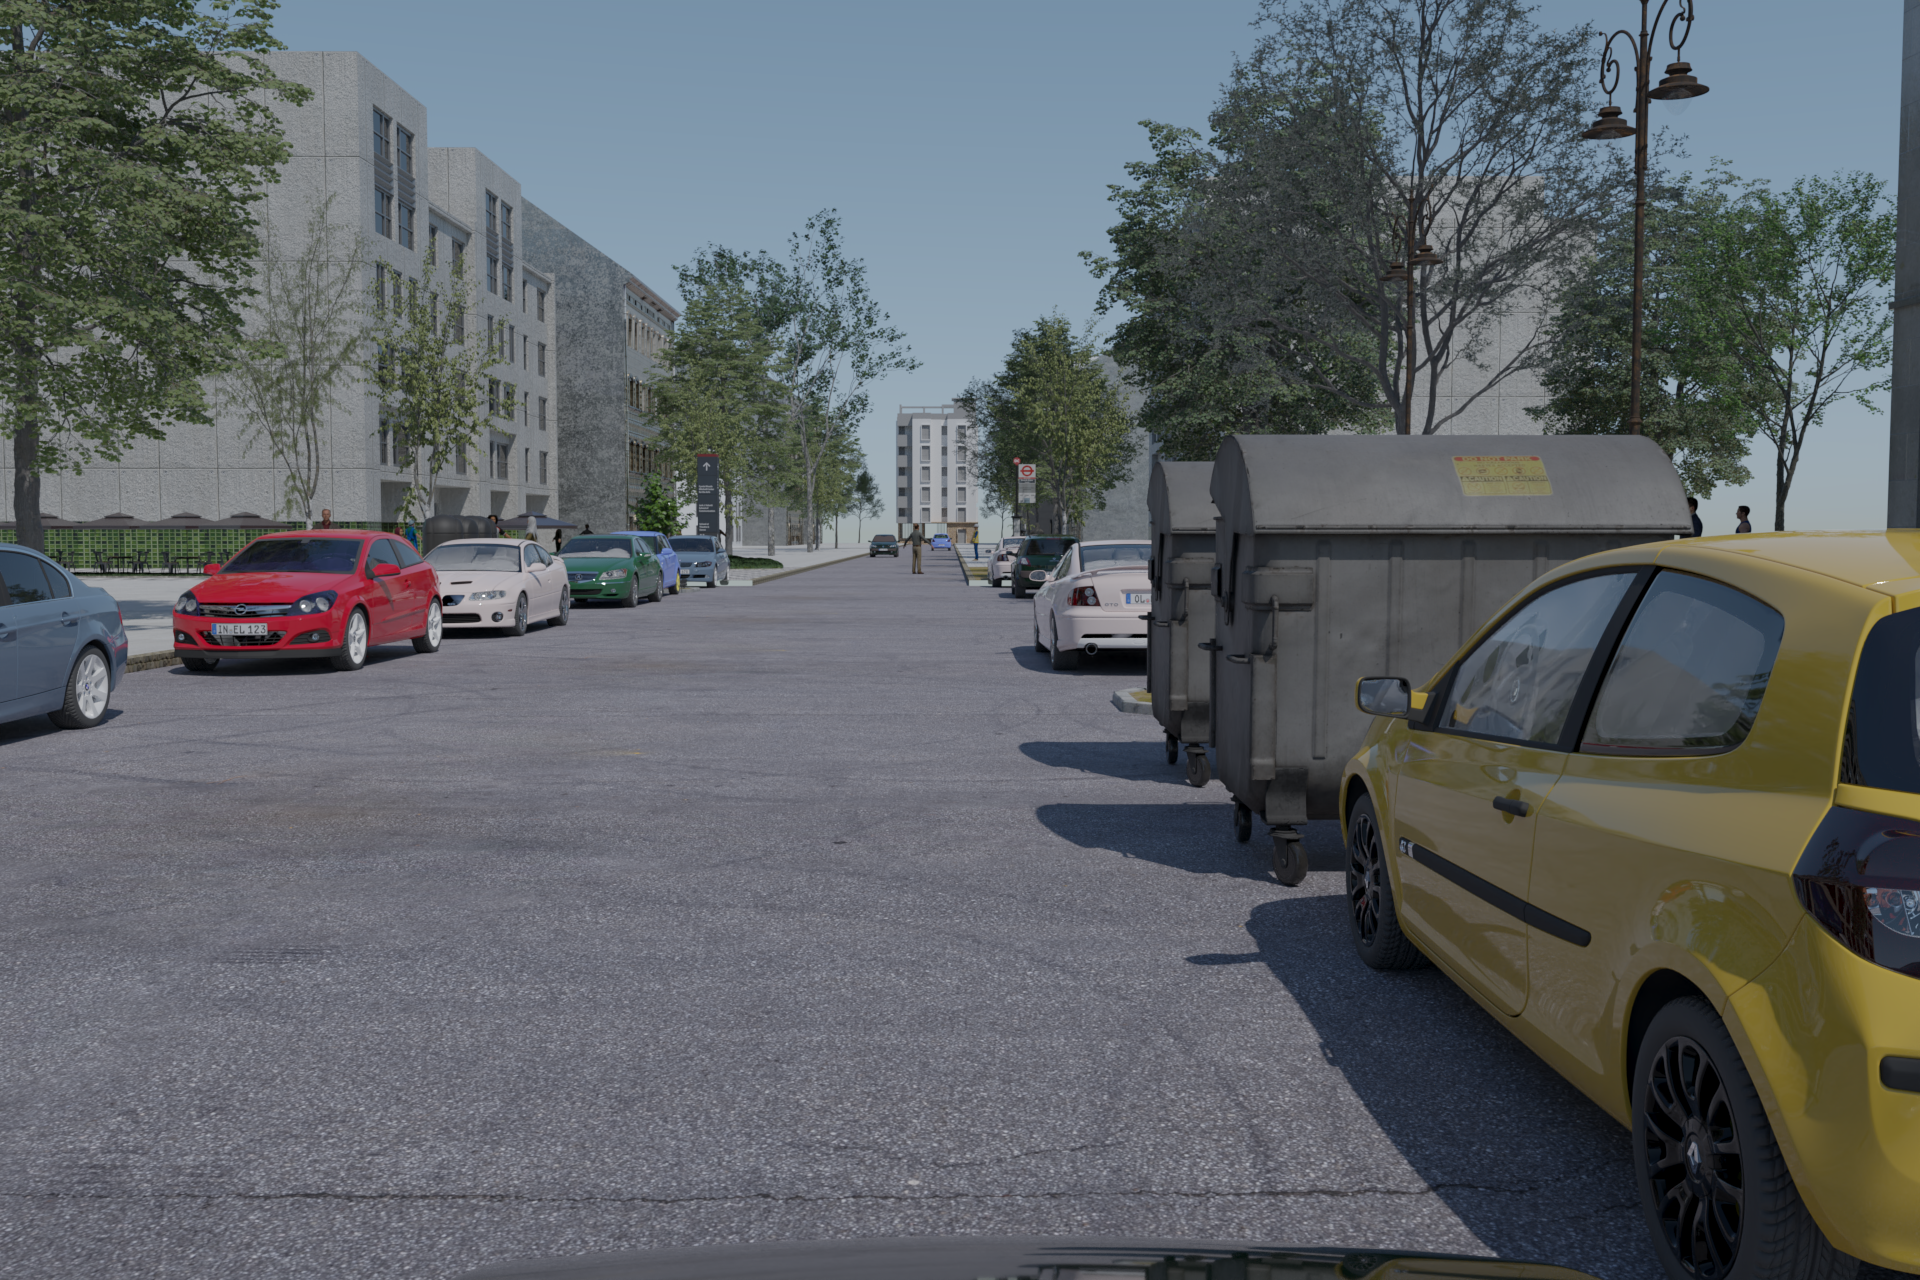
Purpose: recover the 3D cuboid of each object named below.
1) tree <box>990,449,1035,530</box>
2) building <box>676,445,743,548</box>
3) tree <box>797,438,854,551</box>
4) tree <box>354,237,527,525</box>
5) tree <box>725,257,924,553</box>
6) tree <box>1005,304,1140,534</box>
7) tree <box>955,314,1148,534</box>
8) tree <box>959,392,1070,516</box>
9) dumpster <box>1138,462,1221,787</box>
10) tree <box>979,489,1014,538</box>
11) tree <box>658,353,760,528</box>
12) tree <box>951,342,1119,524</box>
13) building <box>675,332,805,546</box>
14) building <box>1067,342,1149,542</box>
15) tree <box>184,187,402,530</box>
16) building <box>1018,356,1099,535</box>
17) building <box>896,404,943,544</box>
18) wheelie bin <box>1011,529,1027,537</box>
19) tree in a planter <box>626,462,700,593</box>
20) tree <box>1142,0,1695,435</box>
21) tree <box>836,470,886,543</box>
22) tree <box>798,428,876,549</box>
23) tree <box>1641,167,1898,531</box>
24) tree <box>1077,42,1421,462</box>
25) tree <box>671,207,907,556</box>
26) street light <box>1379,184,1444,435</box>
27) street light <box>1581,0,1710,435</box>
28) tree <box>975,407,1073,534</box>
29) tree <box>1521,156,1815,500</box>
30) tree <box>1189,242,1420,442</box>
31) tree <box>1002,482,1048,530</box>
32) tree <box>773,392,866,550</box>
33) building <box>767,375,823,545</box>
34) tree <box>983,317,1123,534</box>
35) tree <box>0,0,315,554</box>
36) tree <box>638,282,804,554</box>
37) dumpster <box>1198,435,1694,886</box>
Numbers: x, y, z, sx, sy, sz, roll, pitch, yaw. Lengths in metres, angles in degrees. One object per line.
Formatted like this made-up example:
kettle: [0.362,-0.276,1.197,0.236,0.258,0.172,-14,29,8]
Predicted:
tree: [4.356,-11.394,136.656,4.737,8.622,4.395,0,3,0]
building: [-25.788,-13.918,169.707,9.099,9.664,28.070,0,4,-1]
tree: [-10.413,-11.030,130.700,4.737,8.622,4.395,0,3,0]
tree: [-13.434,-5.728,44.019,4.737,8.622,4.395,0,3,0]
tree: [-9.334,-16.072,118.659,12.611,20.169,13.585,0,3,0]
tree: [3.652,-6.491,56.490,4.737,8.622,4.395,0,3,0]
tree: [4.261,-8.483,73.104,8.767,10.594,7.601,-2,4,-33]
tree: [4.856,-14.559,148.415,12.009,13.543,11.850,0,3,0]
dumpster: [2.039,-0.126,10.277,1.865,1.857,1.264,0,4,-1]
tree: [6.087,-18.700,240.159,7.601,10.594,8.767,0,4,4]
tree: [-10.275,-7.341,70.382,4.737,8.622,4.395,0,3,0]
tree: [4.673,-11.897,104.890,12.009,13.543,11.850,0,3,0]
building: [-27.852,-22.302,195.563,19.493,23.208,18.063,0,4,0]
building: [20.610,-20.809,171.147,19.493,23.208,18.063,0,4,0]
tree: [-13.399,-5.249,36.182,4.360,8.622,3.978,0,3,0]
building: [20.929,-22.666,214.567,27.936,21.610,32.646,0,4,0]
building: [-8.674,-23.568,244.217,11.380,20.090,16.016,0,4,1]
wheelie bin: [2.275,-3.630,67.266,0.693,1.594,0.980,0,4,0]
tree in a planter: [-7.525,-2.797,42.947,1.991,3.239,1.994,0,4,0]
tree: [8.490,-7.481,32.680,12.009,13.543,11.850,0,3,0]
tree: [-13.767,-18.787,241.571,7.601,10.594,8.767,0,4,-4]
tree: [-10.526,-13.239,150.876,8.767,10.594,7.601,3,5,44]
tree: [23.626,-7.555,49.283,9.928,11.665,9.643,0,3,0]
tree: [7.912,-8.561,46.634,9.857,13.997,8.962,0,3,0]
tree: [-9.833,-14.940,100.164,12.611,20.169,13.585,0,3,0]
street light: [6.051,-3.094,23.379,0.468,5.910,1.993,0,4,-1]
street light: [5.735,-2.562,14.677,0.468,5.910,1.993,0,4,-1]
tree: [4.552,-11.418,121.100,7.601,10.594,8.767,-1,4,-14]
tree: [24.283,-9.379,60.007,9.857,13.997,8.962,0,3,0]
tree: [11.187,-8.113,58.398,9.928,11.665,9.643,0,3,0]
tree: [4.724,-10.923,128.958,4.360,8.622,3.978,0,3,0]
tree: [-11.363,-13.496,138.781,7.486,12.596,7.792,0,3,0]
building: [-27.328,-23.722,218.775,19.493,23.208,18.063,0,4,-1]
tree: [4.630,-10.587,91.222,7.486,12.596,7.792,0,3,0]
tree: [-13.102,-6.492,24.271,7.486,12.596,7.792,0,3,0]
tree: [-10.986,-9.827,78.801,7.486,12.596,7.792,0,3,0]
dumpster: [2.032,0.042,7.529,1.865,1.857,1.264,0,4,-1]
